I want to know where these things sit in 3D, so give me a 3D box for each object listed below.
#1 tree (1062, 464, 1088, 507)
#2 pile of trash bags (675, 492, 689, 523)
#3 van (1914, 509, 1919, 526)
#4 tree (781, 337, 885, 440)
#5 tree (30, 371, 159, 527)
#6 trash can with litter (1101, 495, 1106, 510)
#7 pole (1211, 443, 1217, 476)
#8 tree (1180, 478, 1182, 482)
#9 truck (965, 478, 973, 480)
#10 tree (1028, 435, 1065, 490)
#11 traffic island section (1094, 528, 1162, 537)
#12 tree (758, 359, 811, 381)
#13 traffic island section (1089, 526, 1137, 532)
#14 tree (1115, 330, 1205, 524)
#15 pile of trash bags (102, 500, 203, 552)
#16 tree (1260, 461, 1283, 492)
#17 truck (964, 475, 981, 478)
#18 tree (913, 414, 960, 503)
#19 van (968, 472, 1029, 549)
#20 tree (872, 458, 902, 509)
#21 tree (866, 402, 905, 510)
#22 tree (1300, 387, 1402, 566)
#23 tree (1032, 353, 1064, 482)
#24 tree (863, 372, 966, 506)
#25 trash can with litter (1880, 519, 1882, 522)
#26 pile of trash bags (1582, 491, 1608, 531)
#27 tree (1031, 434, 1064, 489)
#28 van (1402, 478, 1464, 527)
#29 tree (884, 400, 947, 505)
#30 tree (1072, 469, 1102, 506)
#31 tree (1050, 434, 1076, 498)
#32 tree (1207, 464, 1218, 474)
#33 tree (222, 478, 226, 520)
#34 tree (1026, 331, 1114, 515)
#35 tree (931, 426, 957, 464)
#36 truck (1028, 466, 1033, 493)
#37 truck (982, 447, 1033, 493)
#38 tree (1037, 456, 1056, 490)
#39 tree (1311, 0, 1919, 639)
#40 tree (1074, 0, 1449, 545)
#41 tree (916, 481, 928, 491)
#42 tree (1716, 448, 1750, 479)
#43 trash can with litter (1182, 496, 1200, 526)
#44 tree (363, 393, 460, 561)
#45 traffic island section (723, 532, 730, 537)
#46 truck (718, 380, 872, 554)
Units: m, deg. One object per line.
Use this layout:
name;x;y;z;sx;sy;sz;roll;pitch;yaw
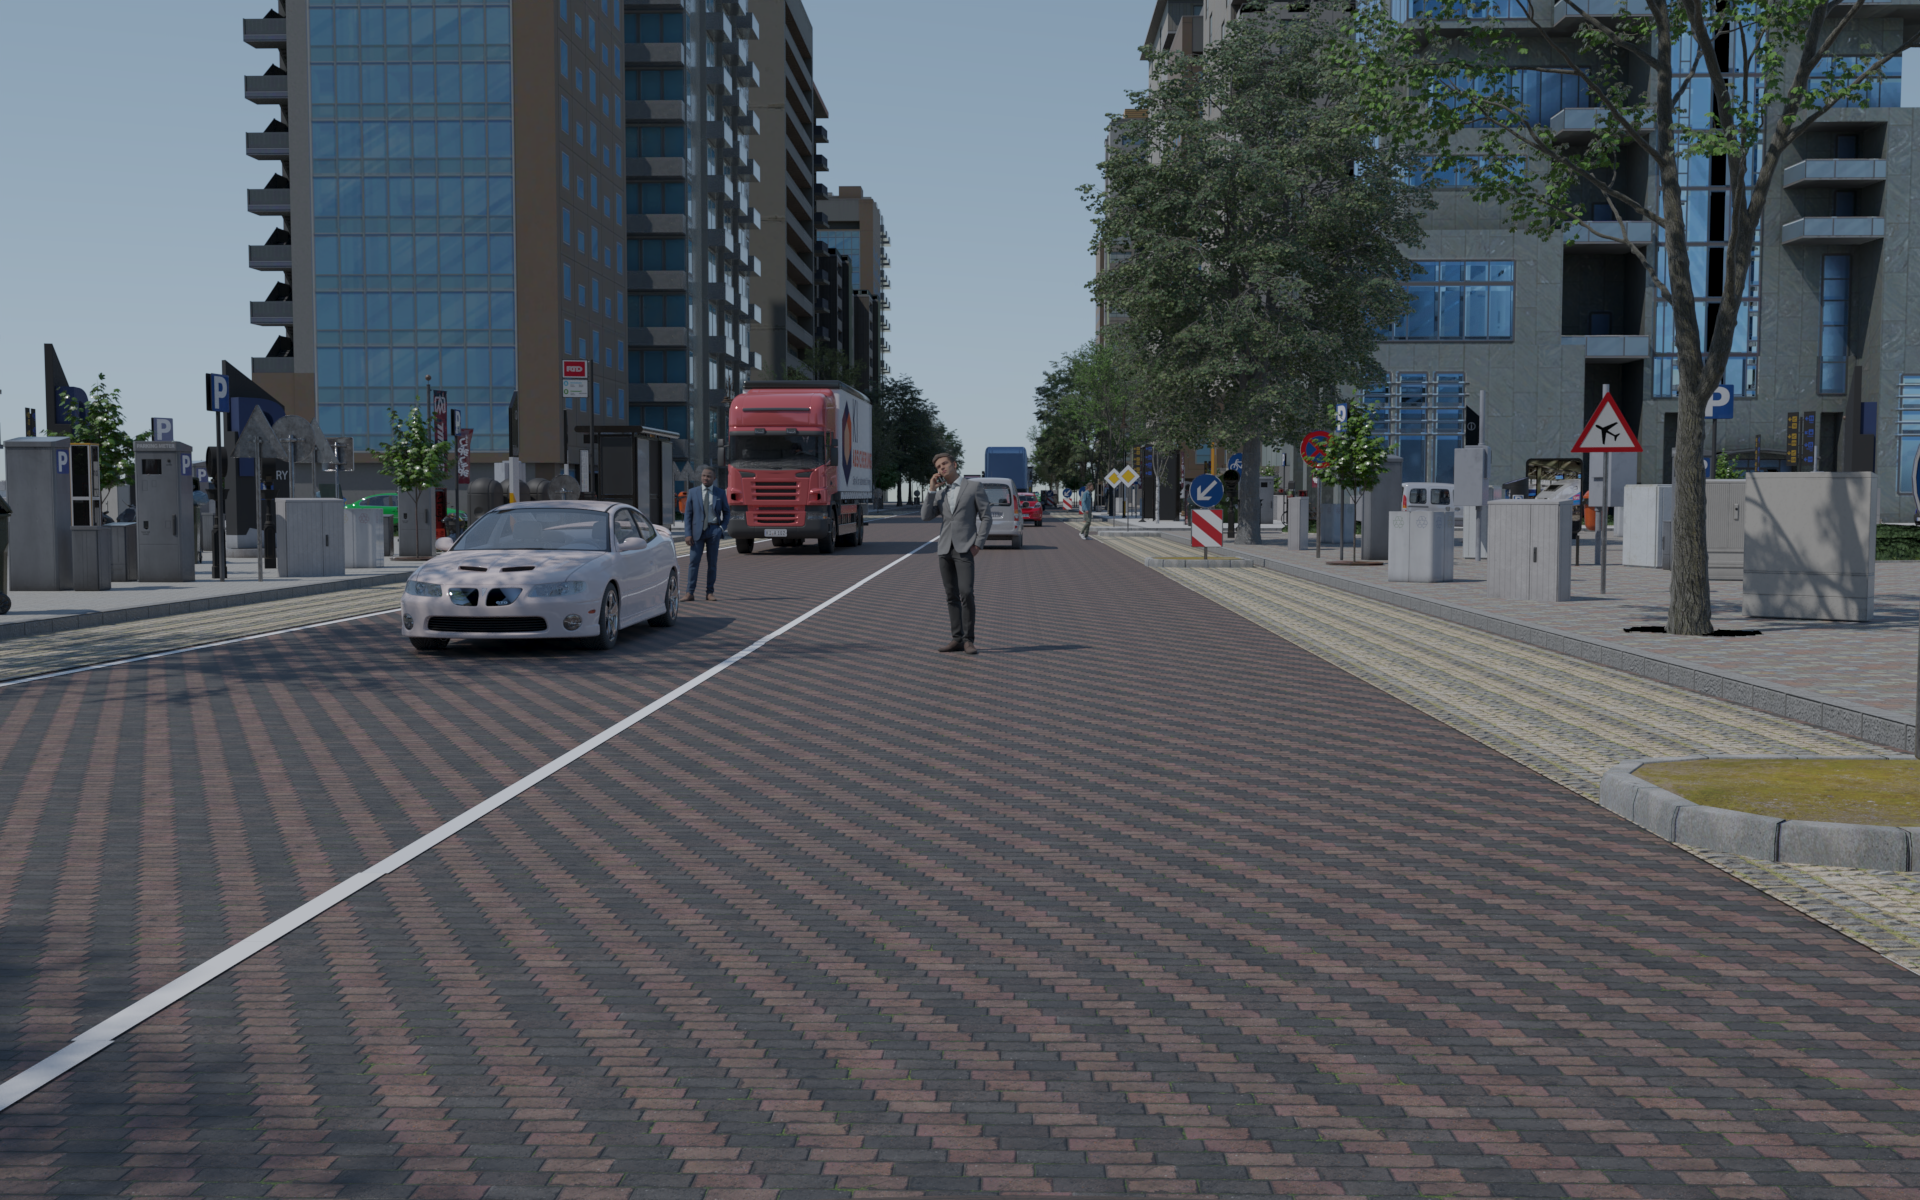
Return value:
tree;11.563;-11.559;172.704;4.285;4.588;4.351;0;3;0
pile of trash bags;-13.454;-4.069;76.277;3.447;1.369;1.912;-2;4;-31
van;37.460;-3.568;62.718;5.245;2.365;2.240;0;4;1
tree;-8.324;-10.375;104.043;8.767;10.594;7.601;2;4;34
tree;-13.417;-1.998;27.274;1.663;3.219;1.824;0;3;0
trash can with litter;11.054;-7.834;139.148;2.233;1.210;1.678;-1;4;-14
pole;9.897;-4.507;67.529;0.158;3.312;0.155;0;3;0
tree;11.432;-6.294;97.506;1.663;3.219;1.824;0;3;0
truck;1.258;-12.924;207.225;3.469;3.379;9.791;0;4;1
tree;15.291;-22.891;291.267;9.611;12.733;9.660;0;3;0
traffic island section;5.748;-2.251;59.082;2.009;0.180;2.903;0;4;2
tree;-9.623;-8.744;93.320;4.737;8.622;4.395;0;3;0
traffic island section;5.981;-2.739;67.063;2.009;0.180;2.903;0;4;2
tree;8.815;-7.621;74.974;4.360;8.622;3.978;0;3;0
pile of trash bags;-17.878;-1.649;36.712;1.912;1.369;3.447;1;4;16
tree;17.836;-6.423;99.615;1.663;3.219;1.824;0;3;0
truck;1.794;-16.043;251.215;2.839;4.237;11.283;0;4;1
tree;-5.309;-20.103;239.052;12.009;13.543;11.850;0;3;0
van;0.844;-2.406;46.356;2.013;2.044;4.112;0;4;3
tree;-6.585;-10.102;148.878;4.285;4.588;4.351;0;3;0
tree;-6.813;-11.615;140.269;4.360;8.622;3.978;0;3;0
tree;7.177;-2.254;31.448;1.663;3.219;1.824;0;3;0
tree;11.148;-15.193;155.067;9.857;13.997;8.962;0;3;0
tree;-6.218;-16.739;180.339;9.857;13.997;8.962;0;3;0
trash can with litter;37.699;-3.689;71.697;1.055;1.170;0.624;3;4;36
pile of trash bags;15.852;-1.807;39.289;3.447;1.369;1.912;0;4;1
tree;14.674;-21.461;269.010;7.486;12.596;7.792;0;3;0
van;17.826;-3.400;62.604;4.112;2.044;2.013;0;4;2
tree;-5.876;-17.720;206.733;9.611;12.733;9.660;0;3;0
tree;9.962;-8.539;134.222;1.663;3.219;1.824;0;3;0
tree;12.551;-15.360;201.498;4.737;8.622;4.395;0;3;0
tree;16.424;-7.095;110.600;1.663;3.219;1.824;0;3;0
tree;-35.920;-5.573;85.717;1.663;3.219;1.824;0;3;0
tree;9.468;-11.141;107.914;9.928;11.665;9.643;0;3;0
tree;-4.070;-20.272;257.195;9.928;11.665;9.643;0;3;0
truck;6.145;-11.688;180.008;2.839;4.237;11.283;0;4;0
truck;2.243;-6.269;92.264;2.967;4.110;18.799;0;4;3
tree;13.725;-18.979;260.672;4.360;8.622;3.978;0;3;0
tree;6.852;-5.498;15.652;9.928;11.665;9.643;0;3;0
tree;7.321;-8.387;43.779;9.857;13.997;8.962;0;3;0
tree;-5.360;-16.247;216.007;4.737;8.622;4.395;0;3;0
tree;31.756;-4.748;72.230;1.663;3.219;1.824;0;3;0
trash can with litter;9.353;-3.487;68.402;0.624;1.170;1.055;-1;4;-13
tree;-10.423;-2.370;33.355;1.663;3.219;1.824;0;3;0
traffic island section;-7.187;-2.274;59.463;2.009;0.180;2.903;0;4;2
truck;-4.047;-3.436;45.092;2.839;4.237;11.283;0;4;3
